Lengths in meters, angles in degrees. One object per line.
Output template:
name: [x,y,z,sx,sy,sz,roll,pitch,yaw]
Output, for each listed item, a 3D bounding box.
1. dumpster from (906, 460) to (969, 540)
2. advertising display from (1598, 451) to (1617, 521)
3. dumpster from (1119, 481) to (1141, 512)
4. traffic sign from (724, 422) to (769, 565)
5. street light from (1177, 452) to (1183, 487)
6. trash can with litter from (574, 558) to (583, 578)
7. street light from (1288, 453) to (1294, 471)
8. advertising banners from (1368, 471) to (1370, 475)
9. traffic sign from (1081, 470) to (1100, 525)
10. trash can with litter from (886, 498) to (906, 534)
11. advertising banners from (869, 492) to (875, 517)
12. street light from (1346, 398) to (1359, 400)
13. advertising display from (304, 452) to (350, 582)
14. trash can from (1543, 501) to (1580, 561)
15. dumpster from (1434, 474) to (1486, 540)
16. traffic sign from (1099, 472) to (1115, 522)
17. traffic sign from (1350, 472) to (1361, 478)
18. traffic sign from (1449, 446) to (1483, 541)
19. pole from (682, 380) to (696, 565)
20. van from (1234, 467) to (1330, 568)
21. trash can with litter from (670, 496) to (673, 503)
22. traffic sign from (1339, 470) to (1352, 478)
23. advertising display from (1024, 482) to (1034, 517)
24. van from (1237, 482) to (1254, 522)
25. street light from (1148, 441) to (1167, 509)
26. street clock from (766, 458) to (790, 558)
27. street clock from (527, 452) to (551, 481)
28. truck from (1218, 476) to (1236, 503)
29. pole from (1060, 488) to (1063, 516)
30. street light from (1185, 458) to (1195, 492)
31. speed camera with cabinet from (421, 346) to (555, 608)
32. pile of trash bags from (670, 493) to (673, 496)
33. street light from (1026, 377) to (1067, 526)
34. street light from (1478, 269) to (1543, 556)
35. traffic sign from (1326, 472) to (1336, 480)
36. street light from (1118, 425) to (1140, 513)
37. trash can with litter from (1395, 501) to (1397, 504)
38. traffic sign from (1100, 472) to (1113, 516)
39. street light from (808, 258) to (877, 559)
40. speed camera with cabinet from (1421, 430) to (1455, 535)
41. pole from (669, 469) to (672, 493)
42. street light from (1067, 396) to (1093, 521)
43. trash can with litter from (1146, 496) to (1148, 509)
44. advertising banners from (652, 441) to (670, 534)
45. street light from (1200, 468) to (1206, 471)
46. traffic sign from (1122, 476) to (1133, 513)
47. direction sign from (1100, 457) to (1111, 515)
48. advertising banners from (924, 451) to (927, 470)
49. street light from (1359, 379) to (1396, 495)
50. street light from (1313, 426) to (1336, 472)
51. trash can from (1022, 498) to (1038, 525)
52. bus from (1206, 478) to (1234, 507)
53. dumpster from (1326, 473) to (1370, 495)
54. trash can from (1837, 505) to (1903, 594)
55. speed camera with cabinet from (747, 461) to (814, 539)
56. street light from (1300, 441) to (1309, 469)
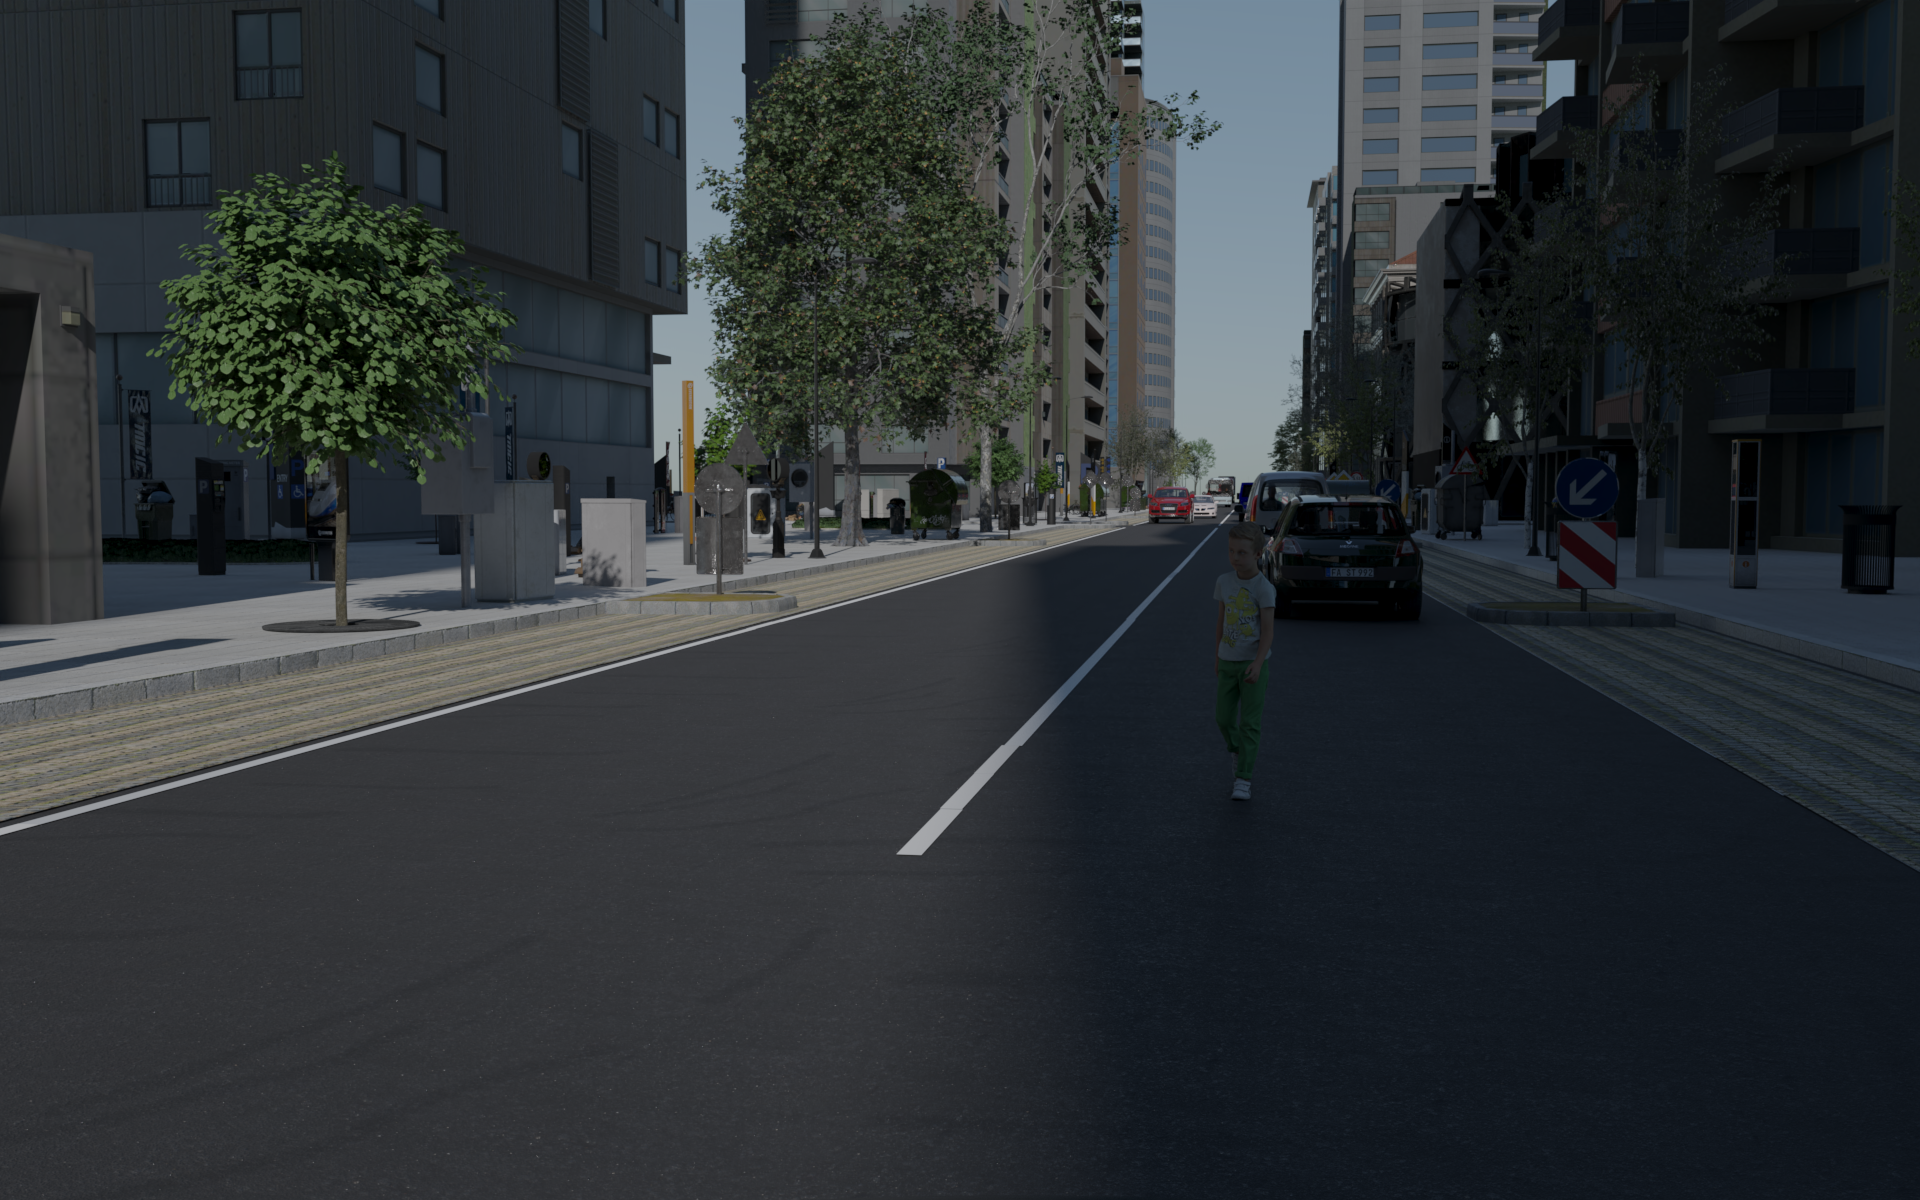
dumpster: [-0.649,-2.819,48.577,1.502,2.255,1.985,1,4,9]
advertising display: [9.833,-1.290,26.310,0.123,1.923,0.974,2,4,28]
dumpster: [12.486,-7.635,127.325,1.502,2.255,1.985,1,4,9]
traffic sign: [-3.883,-1.918,31.355,0.884,2.594,0.081,1,4,16]
street light: [23.641,-13.328,190.458,1.470,5.913,1.316,1,4,9]
trash can with litter: [-5.496,-0.947,26.876,0.624,1.170,1.055,1,4,20]
street light: [37.747,-13.523,193.634,1.470,5.913,1.316,1,4,9]
advertising banners: [30.385,-8.150,129.434,0.090,3.025,2.074,2,4,26]
traffic sign: [5.479,-4.214,72.548,0.795,2.450,0.064,1,4,9]
trash can with litter: [-2.028,-2.688,55.343,0.624,1.170,1.055,0,4,1]
advertising banners: [-4.912,-5.707,89.493,0.090,3.025,2.074,2,4,27]
street light: [19.288,-6.791,83.573,1.470,5.913,1.316,1,4,9]
advertising display: [-9.317,-1.241,25.505,0.974,1.923,0.123,3,4,38]
trash can: [11.539,-1.315,33.160,0.748,1.137,0.748,0,3,0]
dumpster: [14.084,-2.631,48.768,1.264,1.857,1.865,1,4,9]
traffic sign: [6.794,-4.696,80.424,0.795,2.450,0.064,1,4,9]
traffic sign: [22.499,-6.009,98.358,0.768,2.556,0.104,1,4,17]
traffic sign: [13.729,-2.877,47.035,0.884,2.594,0.081,1,4,18]
pole: [-4.887,-2.284,31.189,0.158,3.312,0.155,0,3,0]
van: [6.329,-1.622,33.530,2.013,2.044,4.112,0,4,8]
trash can with litter: [-20.183,-7.128,127.601,2.233,1.210,1.678,2,4,34]
traffic sign: [15.680,-4.109,70.831,0.795,2.450,0.064,1,4,9]
advertising display: [3.843,-5.586,96.547,0.123,1.923,0.974,2,4,32]
van: [15.674,-5.316,91.298,2.240,2.365,5.245,1,4,10]
street light: [17.905,-11.221,156.006,1.470,5.913,1.316,1,4,9]
street clock: [-3.636,-1.841,34.665,0.358,2.002,0.471,-3,5,-44]
street clock: [-7.223,-1.540,29.755,0.358,2.002,0.471,1,4,13]
truck: [42.085,-17.401,273.411,2.839,4.237,11.283,1,4,11]
pole: [5.907,-6.531,100.631,0.158,3.312,0.155,0,3,0]
street light: [31.552,-16.238,238.027,1.470,5.913,1.316,1,4,9]
speed camera with cabinet: [-5.527,-1.591,20.350,0.660,3.252,2.038,1,4,16]
pile of trash bags: [-24.311,-7.809,137.435,3.447,1.369,1.912,-2,4,-30]
street light: [3.327,-5.886,68.776,1.470,5.913,1.316,1,4,9]
street light: [11.379,-3.870,35.821,1.470,5.913,1.316,1,4,9]
traffic sign: [16.994,-4.591,78.708,0.795,2.450,0.064,1,4,9]
street light: [11.374,-8.815,116.664,1.470,5.913,1.316,1,4,9]
trash can with litter: [23.281,-4.998,93.108,0.624,1.170,1.055,3,5,43]
traffic sign: [8.558,-6.204,101.535,0.768,2.556,0.104,1,4,12]
street light: [-2.316,-3.774,34.249,1.470,5.913,1.316,1,4,9]
speed camera with cabinet: [15.106,-3.683,54.548,0.660,3.252,2.038,0,4,-2]
pole: [-23.892,-9.126,143.048,0.158,3.312,0.155,0,3,0]
street light: [5.582,-6.691,81.943,1.470,5.913,1.316,1,4,9]
trash can with litter: [15.977,-8.392,148.602,0.624,1.170,1.055,0,4,-6]
advertising banners: [-9.770,-3.709,56.824,0.090,3.025,2.074,0,4,6]
street light: [37.514,-18.364,272.786,1.470,5.913,1.316,1,4,9]
traffic sign: [11.613,-7.324,119.855,0.768,2.556,0.104,1,4,12]
direction sign: [8.803,-6.911,104.993,0.379,3.537,0.876,-3,4,-39]
advertising banners: [-1.536,-4.517,70.049,0.090,3.025,2.074,1,4,11]
street light: [17.051,-5.977,70.259,1.470,5.913,1.316,1,4,9]
street light: [25.016,-8.897,118.002,1.470,5.913,1.316,1,4,9]
trash can: [2.884,-3.657,71.443,0.748,1.137,0.748,0,3,0]
bus: [28.392,-11.896,189.353,2.948,3.499,13.247,1,4,9]
dumpster: [15.149,-3.880,68.388,1.985,2.255,1.502,1,4,10]
trash can: [11.707,-0.652,22.316,0.748,1.137,0.748,0,3,0]
speed camera with cabinet: [-5.101,-3.385,49.686,2.038,3.252,0.660,1,4,22]
street light: [31.835,-11.381,158.616,1.470,5.913,1.316,1,4,9]
